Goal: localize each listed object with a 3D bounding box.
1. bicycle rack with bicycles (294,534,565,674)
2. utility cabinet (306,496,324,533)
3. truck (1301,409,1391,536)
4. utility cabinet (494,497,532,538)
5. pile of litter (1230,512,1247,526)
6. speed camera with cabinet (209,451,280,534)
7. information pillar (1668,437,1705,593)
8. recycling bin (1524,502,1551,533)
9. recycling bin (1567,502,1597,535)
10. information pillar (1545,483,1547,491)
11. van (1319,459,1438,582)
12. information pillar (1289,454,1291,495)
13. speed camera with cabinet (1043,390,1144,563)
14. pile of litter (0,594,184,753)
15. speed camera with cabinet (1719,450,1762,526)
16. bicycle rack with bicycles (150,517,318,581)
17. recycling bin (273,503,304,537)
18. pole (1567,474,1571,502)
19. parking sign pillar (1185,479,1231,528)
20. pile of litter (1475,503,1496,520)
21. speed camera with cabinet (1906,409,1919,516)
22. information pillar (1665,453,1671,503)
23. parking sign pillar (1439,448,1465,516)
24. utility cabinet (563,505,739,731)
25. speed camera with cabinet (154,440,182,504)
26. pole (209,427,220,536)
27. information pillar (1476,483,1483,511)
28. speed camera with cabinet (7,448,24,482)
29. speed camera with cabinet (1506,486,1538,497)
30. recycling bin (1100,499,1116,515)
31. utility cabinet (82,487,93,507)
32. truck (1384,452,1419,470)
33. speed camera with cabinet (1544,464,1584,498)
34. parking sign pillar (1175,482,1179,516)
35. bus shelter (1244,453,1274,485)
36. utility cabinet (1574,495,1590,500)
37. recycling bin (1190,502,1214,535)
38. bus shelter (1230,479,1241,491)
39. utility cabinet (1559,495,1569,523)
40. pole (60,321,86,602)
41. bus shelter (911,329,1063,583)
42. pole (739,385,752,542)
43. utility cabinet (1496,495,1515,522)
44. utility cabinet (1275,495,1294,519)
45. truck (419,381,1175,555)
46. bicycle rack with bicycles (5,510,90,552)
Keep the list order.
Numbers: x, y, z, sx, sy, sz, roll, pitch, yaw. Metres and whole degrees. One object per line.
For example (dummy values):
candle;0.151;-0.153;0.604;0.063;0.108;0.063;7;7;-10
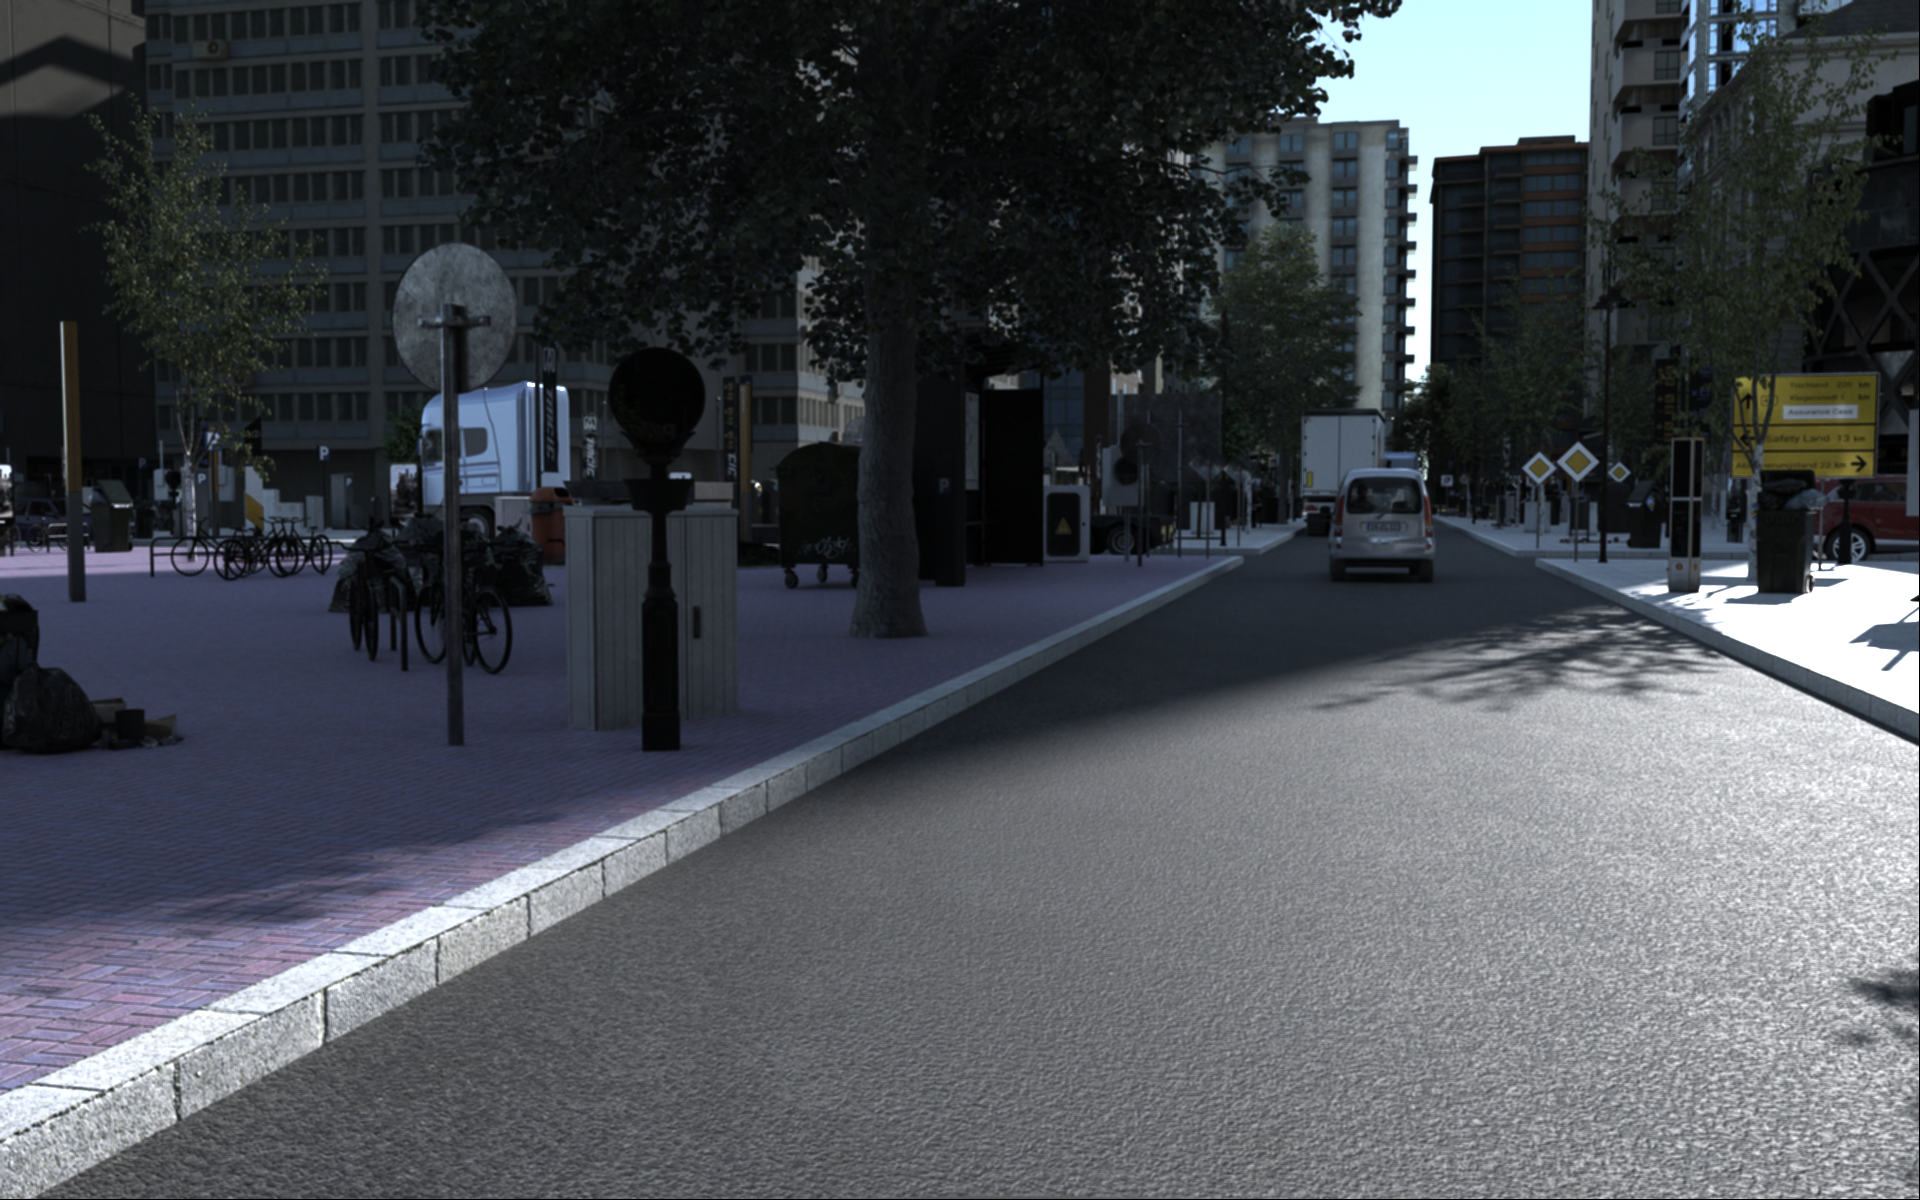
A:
bicycle rack with bicycles;-3.582;-0.006;13.475;2.852;0.926;2.925;-1;4;-19
utility cabinet;-21.385;-2.831;57.442;0.306;1.237;1.020;-3;4;-36
truck;13.969;-4.498;62.457;2.839;4.237;11.283;1;4;15
utility cabinet;-9.678;-1.636;37.905;0.306;1.237;1.020;2;4;35
pile of litter;11.494;-3.478;70.830;1.176;0.858;1.719;2;4;29
speed camera with cabinet;-23.275;-3.793;56.351;2.038;3.252;0.660;-1;4;-11
information pillar;9.477;-1.108;22.613;0.304;2.012;0.304;-3;5;-42
recycling bin;19.218;-2.757;57.632;0.722;1.027;0.722;2;4;29
recycling bin;19.392;-2.535;53.994;0.722;1.027;0.722;0;4;4
information pillar;30.750;-5.257;90.440;0.304;2.012;0.304;0;4;4
van;7.187;-1.386;29.681;2.013;2.044;4.112;1;4;12
information pillar;18.601;-6.502;97.666;0.183;3.616;0.504;1;4;14
speed camera with cabinet;2.412;-2.337;32.553;2.038;3.252;0.660;-1;4;-13
pile of litter;-4.887;0.302;9.021;1.719;0.858;1.176;2;4;27
speed camera with cabinet;31.402;-4.577;69.175;2.038;3.252;0.660;-2;4;-24
bicycle rack with bicycles;-11.096;-0.842;27.152;2.852;0.926;2.925;2;4;31
recycling bin;-19.726;-2.345;50.899;0.722;1.027;0.722;-1;4;-9
pole;30.249;-5.637;86.009;0.158;3.312;0.155;0;3;0
parking sign pillar;9.460;-4.682;65.022;1.447;3.967;1.447;2;4;25
pile of litter;26.451;-4.446;86.661;1.719;0.858;1.176;0;4;-2
speed camera with cabinet;10.517;-1.392;17.091;0.660;3.252;2.038;-2;4;-32
information pillar;36.004;-5.913;88.039;0.183;3.616;0.504;0;4;3
parking sign pillar;28.846;-6.912;101.480;1.447;3.967;1.447;1;4;15
utility cabinet;-1.722;0.084;9.791;0.306;1.237;1.020;3;5;42
speed camera with cabinet;-28.704;-4.248;63.788;2.038;3.252;0.660;1;4;22
pole;-22.557;-3.582;52.404;0.158;3.312;0.155;0;3;0
information pillar;33.212;-6.500;110.761;0.304;2.012;0.304;-2;4;-24
speed camera with cabinet;-39.764;-4.839;73.455;2.038;3.252;0.660;2;4;33
speed camera with cabinet;33.142;-6.571;101.776;2.038;3.252;0.660;2;4;34
recycling bin;7.275;-4.422;84.857;0.722;1.027;0.722;1;4;15
utility cabinet;-27.363;-2.805;54.539;0.318;1.500;1.173;2;4;27
truck;26.773;-7.083;105.564;2.967;4.110;18.799;1;4;14
speed camera with cabinet;32.914;-6.103;94.125;2.038;3.252;0.660;-1;4;-22
parking sign pillar;13.256;-6.929;101.762;1.447;3.967;1.447;-1;4;-16
bus shelter;17.613;-6.838;103.079;1.731;3.624;6.357;1;4;14
utility cabinet;32.884;-4.916;91.531;1.020;1.237;0.306;-2;4;-34
recycling bin;7.717;-2.610;55.222;0.722;1.027;0.722;0;4;3
bus shelter;12.732;-5.745;85.212;1.731;3.624;6.357;1;4;14
utility cabinet;26.968;-4.104;78.267;1.020;1.237;0.306;1;4;12
pole;-10.533;-1.635;20.568;0.158;3.312;0.155;0;3;0
bus shelter;0.291;-2.239;27.893;1.731;3.624;6.357;1;4;14
pole;-4.009;-2.357;32.379;0.158;3.312;0.155;0;3;0
utility cabinet;24.754;-4.123;78.580;0.306;1.237;1.020;-1;4;-17
utility cabinet;17.030;-4.887;91.063;1.020;1.237;0.306;2;4;28
truck;-4.458;-3.124;40.829;18.799;4.110;2.967;1;4;14
bicycle rack with bicycles;-21.042;-1.551;38.737;2.852;0.926;2.925;0;4;1
